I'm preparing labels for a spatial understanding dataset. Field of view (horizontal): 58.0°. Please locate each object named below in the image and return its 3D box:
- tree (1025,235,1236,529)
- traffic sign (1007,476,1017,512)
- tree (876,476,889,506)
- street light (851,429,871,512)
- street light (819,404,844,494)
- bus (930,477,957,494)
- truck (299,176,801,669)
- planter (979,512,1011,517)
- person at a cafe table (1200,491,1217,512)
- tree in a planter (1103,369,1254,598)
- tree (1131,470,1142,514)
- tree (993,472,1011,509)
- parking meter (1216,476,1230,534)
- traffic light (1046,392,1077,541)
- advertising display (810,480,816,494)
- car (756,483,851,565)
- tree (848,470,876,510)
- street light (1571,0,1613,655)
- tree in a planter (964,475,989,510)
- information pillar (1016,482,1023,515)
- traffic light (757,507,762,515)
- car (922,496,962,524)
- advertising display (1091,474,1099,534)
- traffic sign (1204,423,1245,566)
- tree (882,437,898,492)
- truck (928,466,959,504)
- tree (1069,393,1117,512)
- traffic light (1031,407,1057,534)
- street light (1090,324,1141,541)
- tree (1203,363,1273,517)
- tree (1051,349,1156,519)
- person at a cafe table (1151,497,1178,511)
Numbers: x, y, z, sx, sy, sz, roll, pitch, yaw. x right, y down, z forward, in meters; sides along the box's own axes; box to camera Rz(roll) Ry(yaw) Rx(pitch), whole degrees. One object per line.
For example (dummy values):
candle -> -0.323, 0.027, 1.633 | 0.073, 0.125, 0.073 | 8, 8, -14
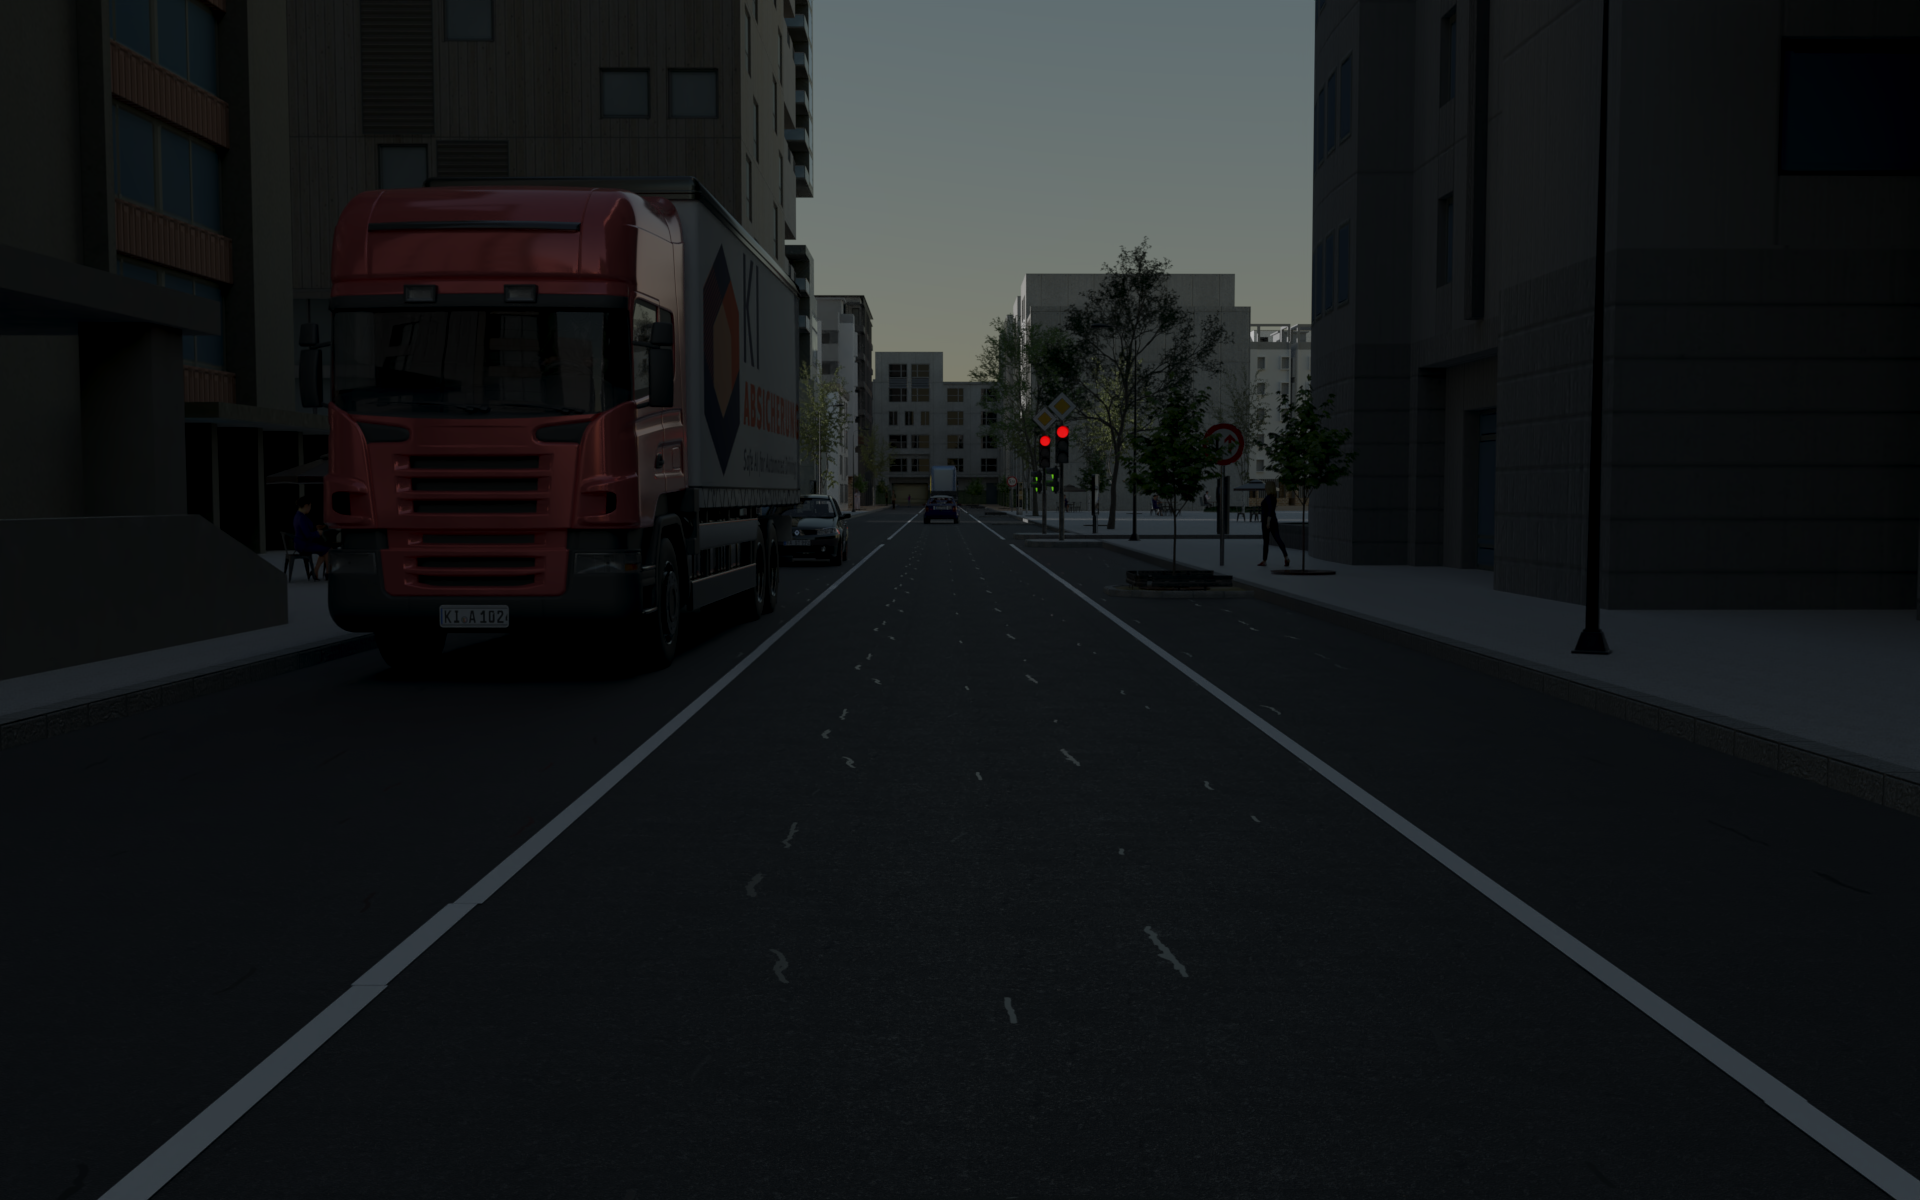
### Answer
tree -> 5.773, -7.846, 62.701 | 7.601, 10.594, 8.767 | 3, 4, 36
traffic sign -> 3.682, -7.488, 122.531 | 0.768, 2.556, 0.104 | 0, 4, 2
tree -> -8.347, -11.798, 187.505 | 1.663, 3.219, 1.824 | 0, 3, 0
street light -> -7.016, -9.189, 122.787 | 1.470, 5.913, 1.316 | 0, 4, -1
street light -> -6.682, -7.153, 89.500 | 1.470, 5.913, 1.316 | 0, 4, -1
bus -> -1.607, -11.253, 175.531 | 2.896, 3.916, 12.252 | 0, 4, 0
truck -> -3.472, -1.756, 17.617 | 2.839, 4.237, 11.283 | 0, 4, 1
planter -> 2.173, -5.280, 107.470 | 1.991, 0.319, 1.994 | 0, 4, -1
person at a cafe table -> 18.294, -7.203, 126.280 | 1.622, 1.524, 1.698 | -1, 4, -17
tree in a planter -> 3.091, -1.689, 24.840 | 1.991, 3.239, 1.994 | 0, 4, -1
tree -> 11.228, -7.141, 111.351 | 1.663, 3.219, 1.824 | 0, 3, 0
tree -> 3.857, -9.484, 149.658 | 1.663, 3.219, 1.824 | 0, 3, 0
parking meter -> 8.379, -3.027, 55.210 | 0.399, 1.863, 0.255 | 2, 4, 29
traffic light -> 2.790, -3.599, 47.772 | 0.839, 4.253, 0.868 | 0, 4, -1
advertising display -> -6.775, -4.562, 79.810 | 0.123, 1.923, 0.974 | -1, 4, -16
car -> -3.244, -1.602, 35.975 | 2.009, 1.686, 4.222 | 0, 4, -1
tree -> -8.097, -8.930, 140.610 | 1.663, 3.219, 1.824 | 0, 3, 0
street light -> 4.558, -2.523, 13.799 | 1.470, 5.913, 1.316 | 0, 4, -1
tree in a planter -> 1.617, -9.847, 158.227 | 1.991, 3.239, 1.994 | 0, 4, -1
information pillar -> 3.685, -6.282, 107.207 | 0.304, 2.012, 0.304 | -2, 4, -28
traffic light -> -6.438, -4.081, 55.641 | 0.839, 4.253, 0.868 | 0, 4, -1
car -> -0.886, -4.425, 84.933 | 1.945, 1.354, 3.894 | 0, 4, 1
advertising display -> 4.414, -3.133, 56.442 | 0.123, 1.923, 0.974 | 1, 4, 13
traffic sign -> 4.694, -1.887, 30.956 | 0.768, 2.556, 0.104 | 0, 4, 0
tree -> -8.589, -13.732, 174.888 | 4.737, 8.622, 4.395 | 0, 3, 0
truck -> -1.514, -10.376, 159.401 | 2.967, 4.110, 18.799 | 0, 4, -1
tree -> 9.716, -10.797, 126.896 | 4.360, 8.622, 3.978 | 0, 3, 0
traffic light -> 2.703, -4.088, 55.756 | 0.839, 4.253, 0.868 | 0, 4, -1
street light -> 4.248, -4.576, 47.351 | 1.470, 5.913, 1.316 | 0, 4, -1
tree -> 15.602, -8.935, 96.444 | 4.360, 8.622, 3.978 | 0, 3, 0
tree -> 7.946, -8.419, 88.018 | 4.737, 8.622, 4.395 | 0, 3, 0
person at a cafe table -> 14.443, -6.861, 123.030 | 1.726, 1.238, 1.698 | 0, 4, -8
